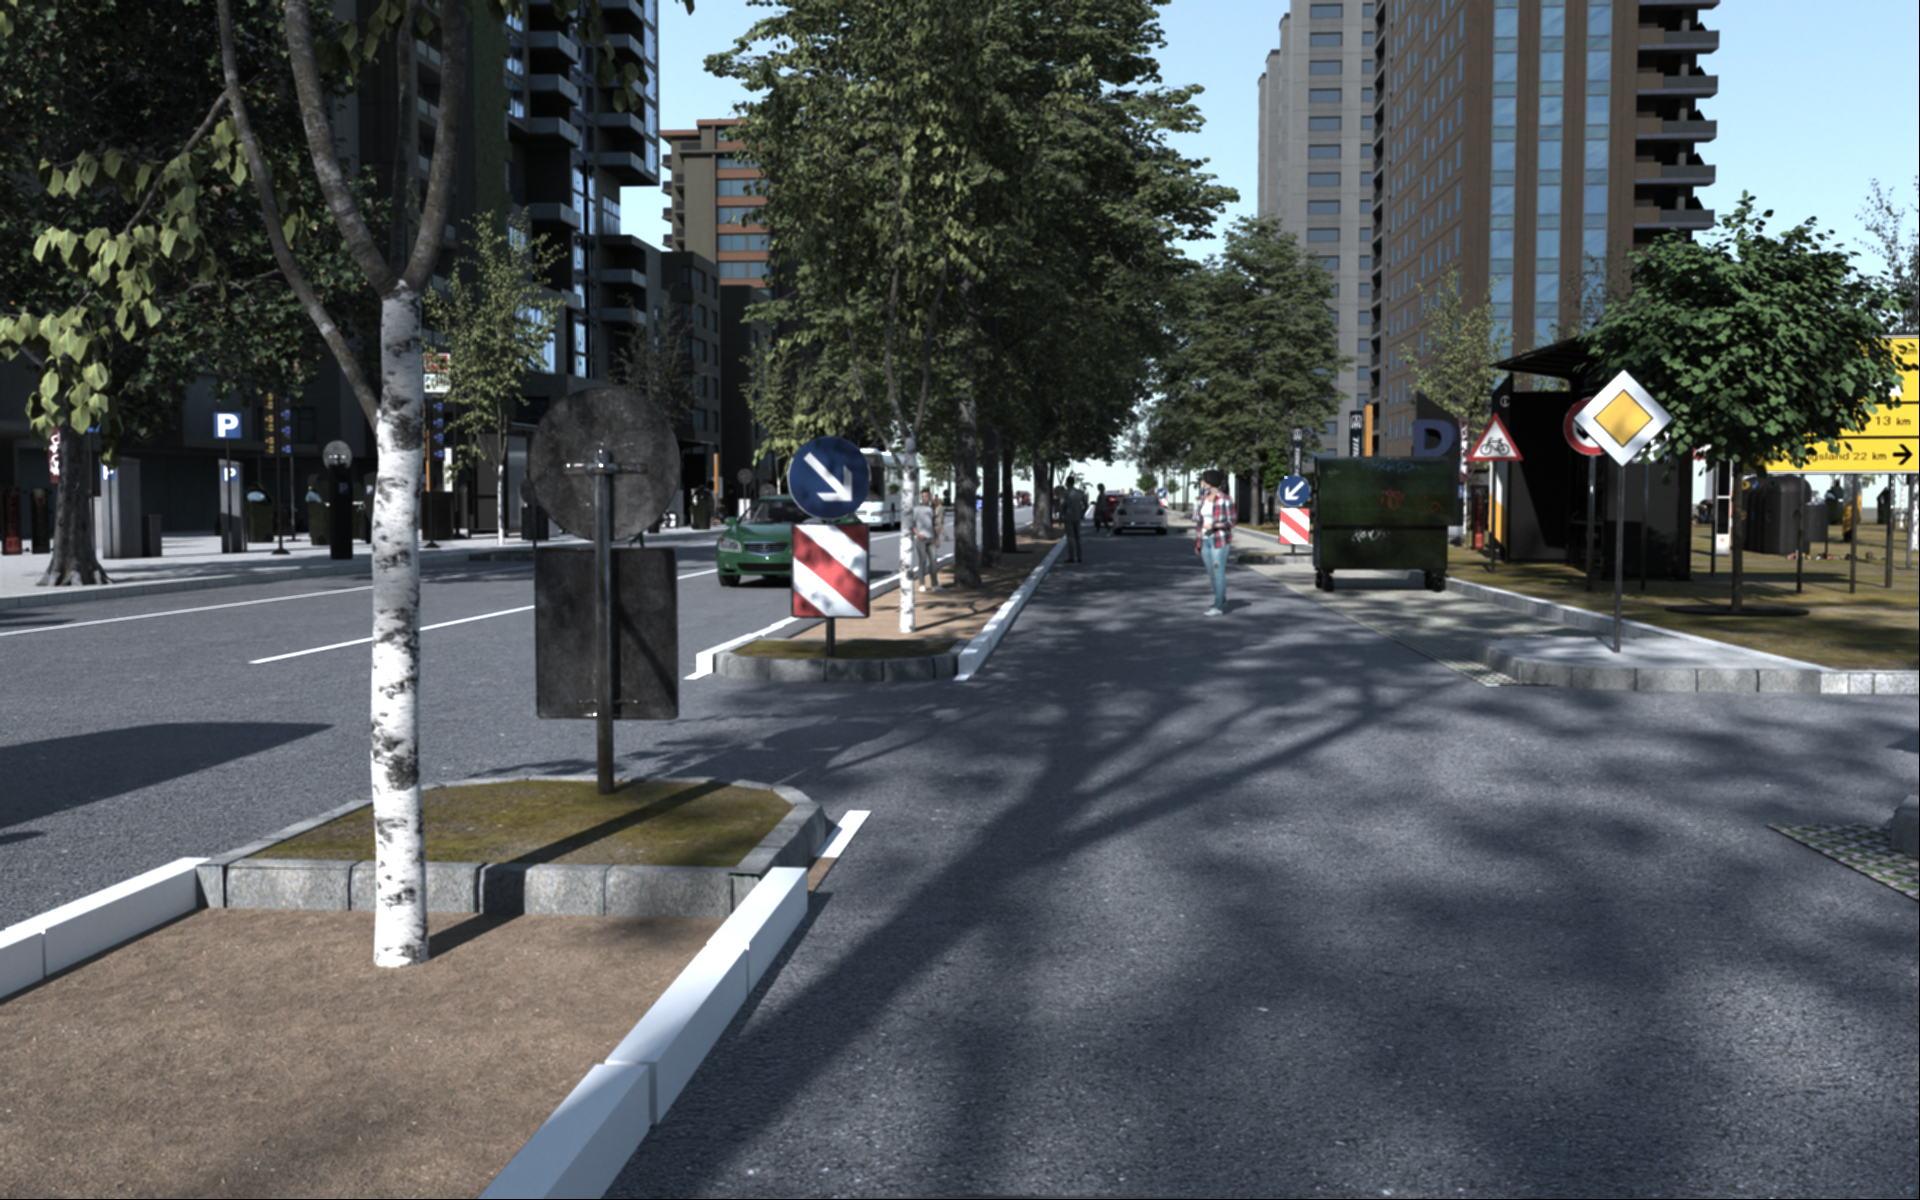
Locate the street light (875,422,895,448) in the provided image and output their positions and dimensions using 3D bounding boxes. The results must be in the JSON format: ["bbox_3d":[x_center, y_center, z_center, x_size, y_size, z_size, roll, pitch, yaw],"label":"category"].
[{"bbox_3d":[-4.873,-8.484,111.261,1.470,5.913,1.316,0,4,5],"label":"street light"}]

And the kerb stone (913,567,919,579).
[{"bbox_3d":[-0.755,-0.459,29.723,0.120,0.150,1.000,0,4,5],"label":"kerb stone"}]

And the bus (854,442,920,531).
[{"bbox_3d":[-3.635,-4.617,70.354,2.948,3.499,13.247,0,4,5],"label":"bus"}]

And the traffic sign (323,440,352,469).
[{"bbox_3d":[-14.750,-2.502,41.014,0.768,2.556,0.104,1,4,13],"label":"traffic sign"}]

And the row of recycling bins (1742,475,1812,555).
[{"bbox_3d":[17.884,-1.894,38.078,1.069,1.692,3.534,1,4,12],"label":"row of recycling bins"}]

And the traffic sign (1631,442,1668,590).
[{"bbox_3d":[9.110,-1.279,23.037,0.606,2.300,0.079,1,4,9],"label":"traffic sign"}]

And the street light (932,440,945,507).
[{"bbox_3d":[-1.809,-10.845,149.857,1.470,5.913,1.316,0,4,5],"label":"street light"}]

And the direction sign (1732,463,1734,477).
[{"bbox_3d":[34.309,-5.247,77.783,0.876,3.537,0.379,1,4,17],"label":"direction sign"}]

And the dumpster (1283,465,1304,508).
[{"bbox_3d":[11.516,-3.326,56.868,1.502,2.255,1.985,0,4,4],"label":"dumpster"}]

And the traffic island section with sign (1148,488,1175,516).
[{"bbox_3d":[13.102,-6.413,113.479,1.989,1.847,2.006,0,4,5],"label":"traffic island section with sign"}]

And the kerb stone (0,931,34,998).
[{"bbox_3d":[-2.793,1.077,4.591,0.120,0.150,1.000,0,4,5],"label":"kerb stone"}]

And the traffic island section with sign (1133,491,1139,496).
[{"bbox_3d":[15.311,-8.075,140.648,1.989,1.847,2.006,0,4,5],"label":"traffic island section with sign"}]

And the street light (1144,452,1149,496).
[{"bbox_3d":[21.063,-13.279,189.646,1.470,5.913,1.316,0,4,5],"label":"street light"}]

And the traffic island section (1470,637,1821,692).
[{"bbox_3d":[5.337,0.505,14.027,2.009,0.180,2.903,0,4,5],"label":"traffic island section"}]

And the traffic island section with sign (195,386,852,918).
[{"bbox_3d":[-1.574,0.081,6.815,2.006,1.907,1.989,0,4,5],"label":"traffic island section with sign"}]

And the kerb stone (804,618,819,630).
[{"bbox_3d":[-1.669,0.227,18.489,0.120,0.150,1.000,0,4,5],"label":"kerb stone"}]

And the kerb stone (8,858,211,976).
[{"bbox_3d":[-2.717,1.014,5.610,0.120,0.150,1.000,0,4,5],"label":"kerb stone"}]

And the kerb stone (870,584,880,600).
[{"bbox_3d":[-1.247,-0.085,23.591,0.120,0.150,1.000,0,4,5],"label":"kerb stone"}]

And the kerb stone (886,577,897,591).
[{"bbox_3d":[-1.086,-0.210,25.629,0.120,0.150,1.000,0,4,5],"label":"kerb stone"}]

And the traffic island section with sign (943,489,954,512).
[{"bbox_3d":[-1.024,-8.151,141.891,1.989,1.847,2.006,0,4,5],"label":"traffic island section with sign"}]

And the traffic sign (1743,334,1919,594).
[{"bbox_3d":[11.184,-1.737,22.271,2.265,3.308,0.079,1,4,9],"label":"traffic sign"}]

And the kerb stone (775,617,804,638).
[{"bbox_3d":[-1.748,0.290,17.460,0.120,0.150,1.000,0,4,5],"label":"kerb stone"}]

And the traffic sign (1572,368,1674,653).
[{"bbox_3d":[5.313,-0.631,13.951,0.795,2.450,0.064,0,4,5],"label":"traffic sign"}]

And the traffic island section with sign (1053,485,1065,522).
[{"bbox_3d":[5.112,-4.951,89.090,2.006,1.907,1.989,0,4,5],"label":"traffic island section with sign"}]

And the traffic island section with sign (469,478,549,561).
[{"bbox_3d":[-9.468,-1.796,37.985,1.989,1.847,2.006,0,4,5],"label":"traffic island section with sign"}]

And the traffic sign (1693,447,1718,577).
[{"bbox_3d":[11.698,-1.641,26.836,0.884,2.594,0.081,1,4,14],"label":"traffic sign"}]

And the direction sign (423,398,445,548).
[{"bbox_3d":[-12.520,-2.994,40.956,0.876,3.537,0.379,2,4,26],"label":"direction sign"}]

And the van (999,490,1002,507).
[{"bbox_3d":[3.411,-9.281,158.753,2.013,2.044,4.112,0,4,6],"label":"van"}]

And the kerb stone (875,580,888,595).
[{"bbox_3d":[-1.174,-0.148,24.610,0.120,0.150,1.000,0,4,5],"label":"kerb stone"}]

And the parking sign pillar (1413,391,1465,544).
[{"bbox_3d":[12.412,-3.457,44.998,1.447,3.967,1.447,3,5,39],"label":"parking sign pillar"}]

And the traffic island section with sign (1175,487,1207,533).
[{"bbox_3d":[9.053,-3.371,63.745,1.989,1.847,2.006,0,4,5],"label":"traffic island section with sign"}]

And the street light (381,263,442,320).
[{"bbox_3d":[-11.106,-3.819,34.980,1.470,5.913,1.316,0,4,5],"label":"street light"}]

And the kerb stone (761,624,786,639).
[{"bbox_3d":[-1.823,0.362,16.422,0.120,0.150,1.000,0,4,5],"label":"kerb stone"}]

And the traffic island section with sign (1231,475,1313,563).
[{"bbox_3d":[6.851,-1.706,36.513,1.989,1.847,2.006,0,4,5],"label":"traffic island section with sign"}]

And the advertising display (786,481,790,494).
[{"bbox_3d":[-8.391,-4.939,85.960,0.123,1.923,0.974,1,4,16],"label":"advertising display"}]

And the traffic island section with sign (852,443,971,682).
[{"bbox_3d":[-0.965,-0.371,14.197,2.006,1.907,1.989,0,4,5],"label":"traffic island section with sign"}]

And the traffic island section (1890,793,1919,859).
[{"bbox_3d":[4.690,0.992,6.068,2.009,0.180,2.903,0,4,5],"label":"traffic island section"}]

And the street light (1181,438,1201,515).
[{"bbox_3d":[14.437,-8.285,107.995,1.470,5.913,1.316,0,4,5],"label":"street light"}]

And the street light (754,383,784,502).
[{"bbox_3d":[-8.089,-6.137,72.886,1.470,5.913,1.316,0,4,5],"label":"street light"}]

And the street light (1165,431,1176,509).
[{"bbox_3d":[15.898,-9.454,127.110,1.470,5.913,1.316,0,4,5],"label":"street light"}]

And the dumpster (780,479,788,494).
[{"bbox_3d":[-8.534,-5.264,88.565,1.502,2.255,1.985,0,4,5],"label":"dumpster"}]

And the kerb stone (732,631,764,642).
[{"bbox_3d":[-1.919,0.417,15.404,0.120,0.150,1.000,0,4,5],"label":"kerb stone"}]

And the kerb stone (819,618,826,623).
[{"bbox_3d":[-1.586,0.164,19.508,0.120,0.150,1.000,0,4,5],"label":"kerb stone"}]

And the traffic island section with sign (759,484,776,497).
[{"bbox_3d":[-7.260,-3.452,65.076,1.989,1.847,2.006,0,4,5],"label":"traffic island section with sign"}]

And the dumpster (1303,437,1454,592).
[{"bbox_3d":[6.182,-1.259,25.536,1.985,2.255,1.502,0,4,6],"label":"dumpster"}]

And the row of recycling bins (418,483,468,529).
[{"bbox_3d":[-18.569,-3.472,63.876,3.534,1.692,1.069,-3,4,-37],"label":"row of recycling bins"}]

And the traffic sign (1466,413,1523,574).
[{"bbox_3d":[8.590,-1.704,27.869,0.884,2.594,0.081,1,4,11],"label":"traffic sign"}]

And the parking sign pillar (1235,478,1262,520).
[{"bbox_3d":[14.065,-5.866,84.375,1.447,3.967,1.447,-1,4,-23],"label":"parking sign pillar"}]

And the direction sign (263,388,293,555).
[{"bbox_3d":[-14.448,-2.737,36.742,0.876,3.537,0.379,2,4,31],"label":"direction sign"}]

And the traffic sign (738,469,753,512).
[{"bbox_3d":[-10.717,-5.272,86.303,0.768,2.556,0.104,1,4,9],"label":"traffic sign"}]

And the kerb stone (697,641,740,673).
[{"bbox_3d":[-2.008,0.478,14.373,0.120,0.150,1.000,0,4,5],"label":"kerb stone"}]

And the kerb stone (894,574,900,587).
[{"bbox_3d":[-1.003,-0.267,26.652,0.120,0.150,1.000,0,4,5],"label":"kerb stone"}]

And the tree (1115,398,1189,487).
[{"bbox_3d":[23.895,-18.620,214.802,12.009,13.543,11.850,0,3,0],"label":"tree"}]

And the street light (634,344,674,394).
[{"bbox_3d":[-9.579,-4.978,53.931,1.470,5.913,1.316,0,4,5],"label":"street light"}]

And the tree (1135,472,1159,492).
[{"bbox_3d":[25.676,-15.458,236.448,4.285,4.588,4.351,0,3,0],"label":"tree"}]

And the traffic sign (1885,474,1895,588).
[{"bbox_3d":[12.702,-1.438,23.620,0.768,2.556,0.104,1,4,8],"label":"traffic sign"}]

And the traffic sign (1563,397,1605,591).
[{"bbox_3d":[8.306,-1.387,22.784,0.768,2.556,0.104,0,4,6],"label":"traffic sign"}]

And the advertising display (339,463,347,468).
[{"bbox_3d":[-12.783,-1.879,35.934,0.123,1.923,0.974,-1,4,-17],"label":"advertising display"}]
